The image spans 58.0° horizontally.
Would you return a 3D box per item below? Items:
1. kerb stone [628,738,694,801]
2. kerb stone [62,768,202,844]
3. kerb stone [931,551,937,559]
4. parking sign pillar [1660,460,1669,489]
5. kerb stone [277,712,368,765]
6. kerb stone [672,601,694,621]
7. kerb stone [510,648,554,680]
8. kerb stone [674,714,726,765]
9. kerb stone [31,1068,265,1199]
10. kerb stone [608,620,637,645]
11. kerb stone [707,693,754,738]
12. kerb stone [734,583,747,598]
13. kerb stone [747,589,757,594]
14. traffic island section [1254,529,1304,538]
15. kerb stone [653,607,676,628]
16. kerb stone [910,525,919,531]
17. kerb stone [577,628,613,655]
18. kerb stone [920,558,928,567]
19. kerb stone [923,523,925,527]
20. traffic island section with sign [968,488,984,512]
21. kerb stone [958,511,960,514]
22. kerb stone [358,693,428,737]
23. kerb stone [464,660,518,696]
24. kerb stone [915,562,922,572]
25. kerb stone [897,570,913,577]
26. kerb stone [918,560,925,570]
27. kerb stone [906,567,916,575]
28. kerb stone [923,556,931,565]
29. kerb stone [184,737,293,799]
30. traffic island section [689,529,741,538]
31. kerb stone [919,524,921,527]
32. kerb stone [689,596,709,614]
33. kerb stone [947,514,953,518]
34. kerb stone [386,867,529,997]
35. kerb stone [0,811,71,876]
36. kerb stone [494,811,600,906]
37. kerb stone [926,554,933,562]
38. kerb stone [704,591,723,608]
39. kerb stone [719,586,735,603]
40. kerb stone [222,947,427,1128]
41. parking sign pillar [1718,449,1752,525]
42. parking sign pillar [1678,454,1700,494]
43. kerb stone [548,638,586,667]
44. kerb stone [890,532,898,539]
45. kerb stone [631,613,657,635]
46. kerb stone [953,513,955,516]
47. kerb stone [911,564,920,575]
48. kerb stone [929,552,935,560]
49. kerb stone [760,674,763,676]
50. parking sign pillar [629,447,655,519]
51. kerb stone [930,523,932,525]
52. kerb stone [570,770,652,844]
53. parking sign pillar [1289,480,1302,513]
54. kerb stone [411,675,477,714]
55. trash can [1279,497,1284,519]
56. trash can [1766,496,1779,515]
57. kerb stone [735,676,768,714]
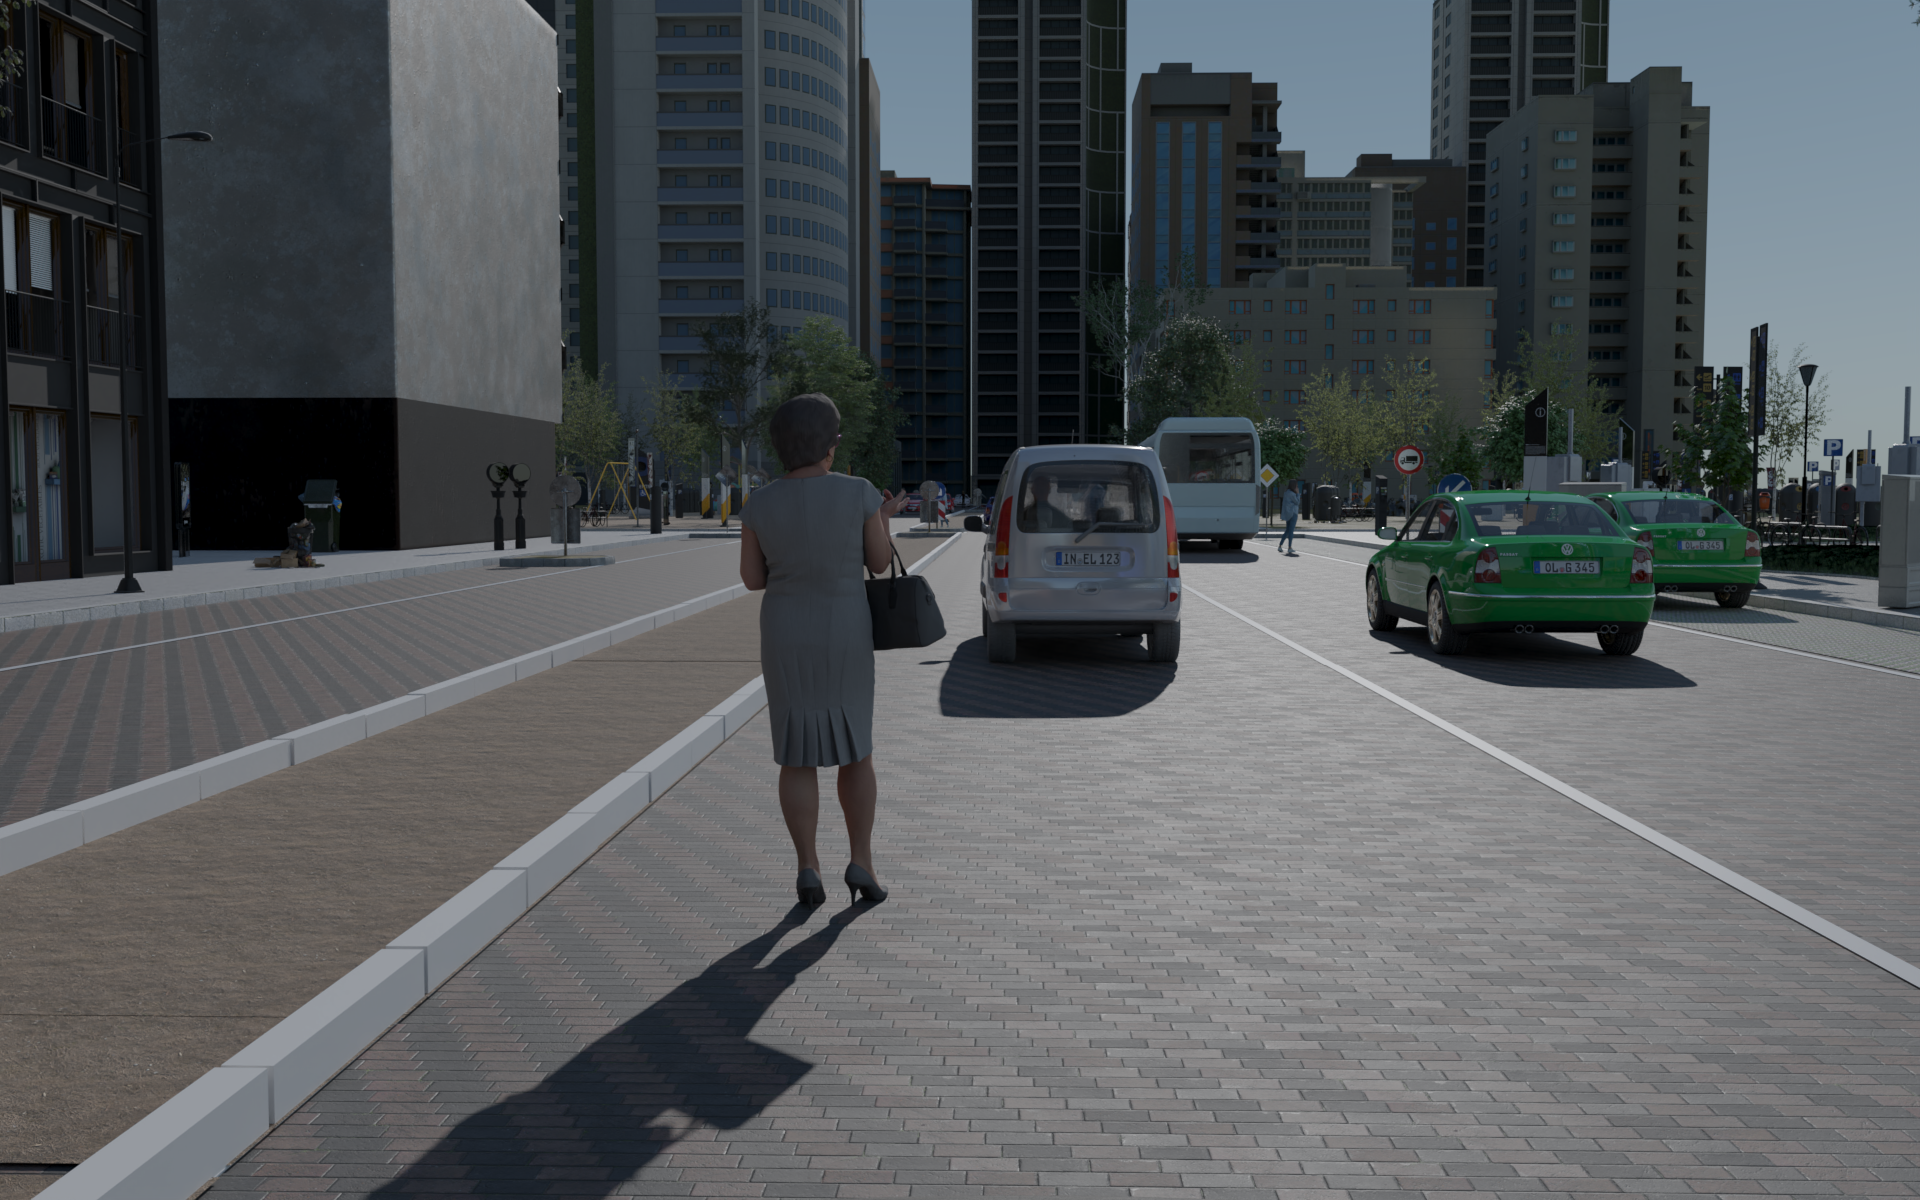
[{"bbox_3d":[-1.471,0.837,8.506,0.120,0.150,1.000,0,4,2],"label":"kerb stone"},{"bbox_3d":[-3.604,0.898,7.540,0.120,0.150,1.000,0,4,2],"label":"kerb stone"},{"bbox_3d":[-0.625,-0.912,37.195,0.120,0.150,1.000,0,4,2],"label":"kerb stone"},{"bbox_3d":[55.058,-9.028,136.077,1.447,3.967,1.447,-2,4,-24],"label":"parking sign pillar"},{"bbox_3d":[-3.538,0.771,9.590,0.120,0.150,1.000,0,4,2],"label":"kerb stone"},{"bbox_3d":[-3.235,0.149,19.844,0.120,0.150,1.000,0,4,2],"label":"kerb stone"},{"bbox_3d":[-3.418,0.521,13.677,0.120,0.150,1.000,0,4,2],"label":"kerb stone"},{"bbox_3d":[-1.444,0.779,9.532,0.120,0.150,1.000,0,4,2],"label":"kerb stone"},{"bbox_3d":[-1.624,1.152,3.382,0.120,0.150,1.000,0,4,2],"label":"kerb stone"},{"bbox_3d":[-3.322,0.332,16.770,0.120,0.150,1.000,0,4,2],"label":"kerb stone"},{"bbox_3d":[-1.407,0.712,10.554,0.120,0.150,1.000,0,4,2],"label":"kerb stone"},{"bbox_3d":[-3.112,-0.107,23.947,0.120,0.150,1.000,0,4,2],"label":"kerb stone"},{"bbox_3d":[-3.087,-0.167,24.968,0.120,0.150,1.000,0,4,2],"label":"kerb stone"},{"bbox_3d":[10.121,-2.129,57.082,2.009,0.180,2.903,0,4,2],"label":"traffic island section"},{"bbox_3d":[-3.268,0.209,18.823,0.120,0.150,1.000,0,4,2],"label":"kerb stone"},{"bbox_3d":[-1.797,-2.828,68.515,0.120,0.150,1.000,0,4,2],"label":"kerb stone"},{"bbox_3d":[-3.355,0.395,15.741,0.120,0.150,1.000,0,4,2],"label":"kerb stone"},{"bbox_3d":[-0.744,-0.666,33.090,0.120,0.150,1.000,0,4,2],"label":"kerb stone"},{"bbox_3d":[-1.671,-3.084,72.616,0.120,0.150,1.000,0,4,2],"label":"kerb stone"},{"bbox_3d":[1.390,-8.075,140.161,2.006,1.907,1.989,0,4,2],"label":"traffic island section with sign"},{"bbox_3d":[-0.273,-5.968,119.774,0.120,0.150,1.000,0,4,2],"label":"kerb stone"},{"bbox_3d":[-3.507,0.717,10.612,0.120,0.150,1.000,0,4,2],"label":"kerb stone"},{"bbox_3d":[-3.452,0.584,12.655,0.120,0.150,1.000,0,4,2],"label":"kerb stone"},{"bbox_3d":[-0.803,-0.541,31.038,0.120,0.150,1.000,0,4,2],"label":"kerb stone"},{"bbox_3d":[-0.892,-0.352,27.967,0.120,0.150,1.000,0,4,2],"label":"kerb stone"},{"bbox_3d":[-0.776,-0.603,32.061,0.120,0.150,1.000,0,4,2],"label":"kerb stone"},{"bbox_3d":[-0.864,-0.415,28.988,0.120,0.150,1.000,0,4,2],"label":"kerb stone"},{"bbox_3d":[-0.711,-0.729,34.123,0.120,0.150,1.000,0,4,2],"label":"kerb stone"},{"bbox_3d":[-3.577,0.838,8.562,0.120,0.150,1.000,0,4,2],"label":"kerb stone"},{"bbox_3d":[-7.762,-2.161,57.616,2.009,0.180,2.903,0,4,2],"label":"traffic island section"},{"bbox_3d":[-1.765,-2.896,69.542,0.120,0.150,1.000,0,4,2],"label":"kerb stone"},{"bbox_3d":[-3.207,0.081,20.867,0.120,0.150,1.000,0,4,2],"label":"kerb stone"},{"bbox_3d":[-0.636,-5.214,107.490,0.120,0.150,1.000,0,4,2],"label":"kerb stone"},{"bbox_3d":[-1.560,1.029,5.431,0.120,0.150,1.000,0,4,2],"label":"kerb stone"},{"bbox_3d":[-3.630,0.959,6.519,0.120,0.150,1.000,0,4,2],"label":"kerb stone"},{"bbox_3d":[-1.531,0.963,6.458,0.120,0.150,1.000,0,4,2],"label":"kerb stone"},{"bbox_3d":[-0.683,-0.791,35.147,0.120,0.150,1.000,0,4,2],"label":"kerb stone"},{"bbox_3d":[-3.177,0.018,21.897,0.120,0.150,1.000,0,4,2],"label":"kerb stone"},{"bbox_3d":[-3.147,-0.044,22.919,0.120,0.150,1.000,0,4,2],"label":"kerb stone"},{"bbox_3d":[-1.593,1.094,4.410,0.120,0.150,1.000,0,4,2],"label":"kerb stone"},{"bbox_3d":[32.544,-5.143,72.567,1.447,3.967,1.447,-1,4,-12],"label":"parking sign pillar"},{"bbox_3d":[45.935,-7.379,109.126,1.447,3.967,1.447,-3,5,-43],"label":"parking sign pillar"},{"bbox_3d":[-3.382,0.459,14.706,0.120,0.150,1.000,0,4,2],"label":"kerb stone"},{"bbox_3d":[-2.146,-2.112,56.734,0.120,0.150,1.000,0,4,2],"label":"kerb stone"},{"bbox_3d":[-3.304,0.269,17.793,0.120,0.150,1.000,0,4,2],"label":"kerb stone"},{"bbox_3d":[-0.581,-5.342,109.534,0.120,0.150,1.000,0,4,2],"label":"kerb stone"},{"bbox_3d":[-0.832,-0.478,30.017,0.120,0.150,1.000,0,4,2],"label":"kerb stone"},{"bbox_3d":[-0.654,-0.855,36.169,0.120,0.150,1.000,0,4,2],"label":"kerb stone"},{"bbox_3d":[-1.346,0.591,12.604,0.120,0.150,1.000,0,4,2],"label":"kerb stone"},{"bbox_3d":[-16.591,-6.235,90.413,1.447,3.967,1.447,-1,4,-19],"label":"parking sign pillar"},{"bbox_3d":[-1.486,-3.456,78.772,0.120,0.150,1.000,0,4,2],"label":"kerb stone"},{"bbox_3d":[-1.508,0.900,7.480,0.120,0.150,1.000,0,4,2],"label":"kerb stone"},{"bbox_3d":[22.809,-7.972,118.818,1.447,3.967,1.447,0,4,6],"label":"parking sign pillar"},{"bbox_3d":[-3.478,0.646,11.634,0.120,0.150,1.000,0,4,2],"label":"kerb stone"},{"bbox_3d":[16.017,-4.485,84.985,0.748,1.137,0.748,0,3,0],"label":"trash can"},{"bbox_3d":[50.472,-5.871,107.646,0.748,1.137,0.748,0,3,0],"label":"trash can"},{"bbox_3d":[-1.381,0.649,11.577,0.120,0.150,1.000,0,4,2],"label":"kerb stone"}]
